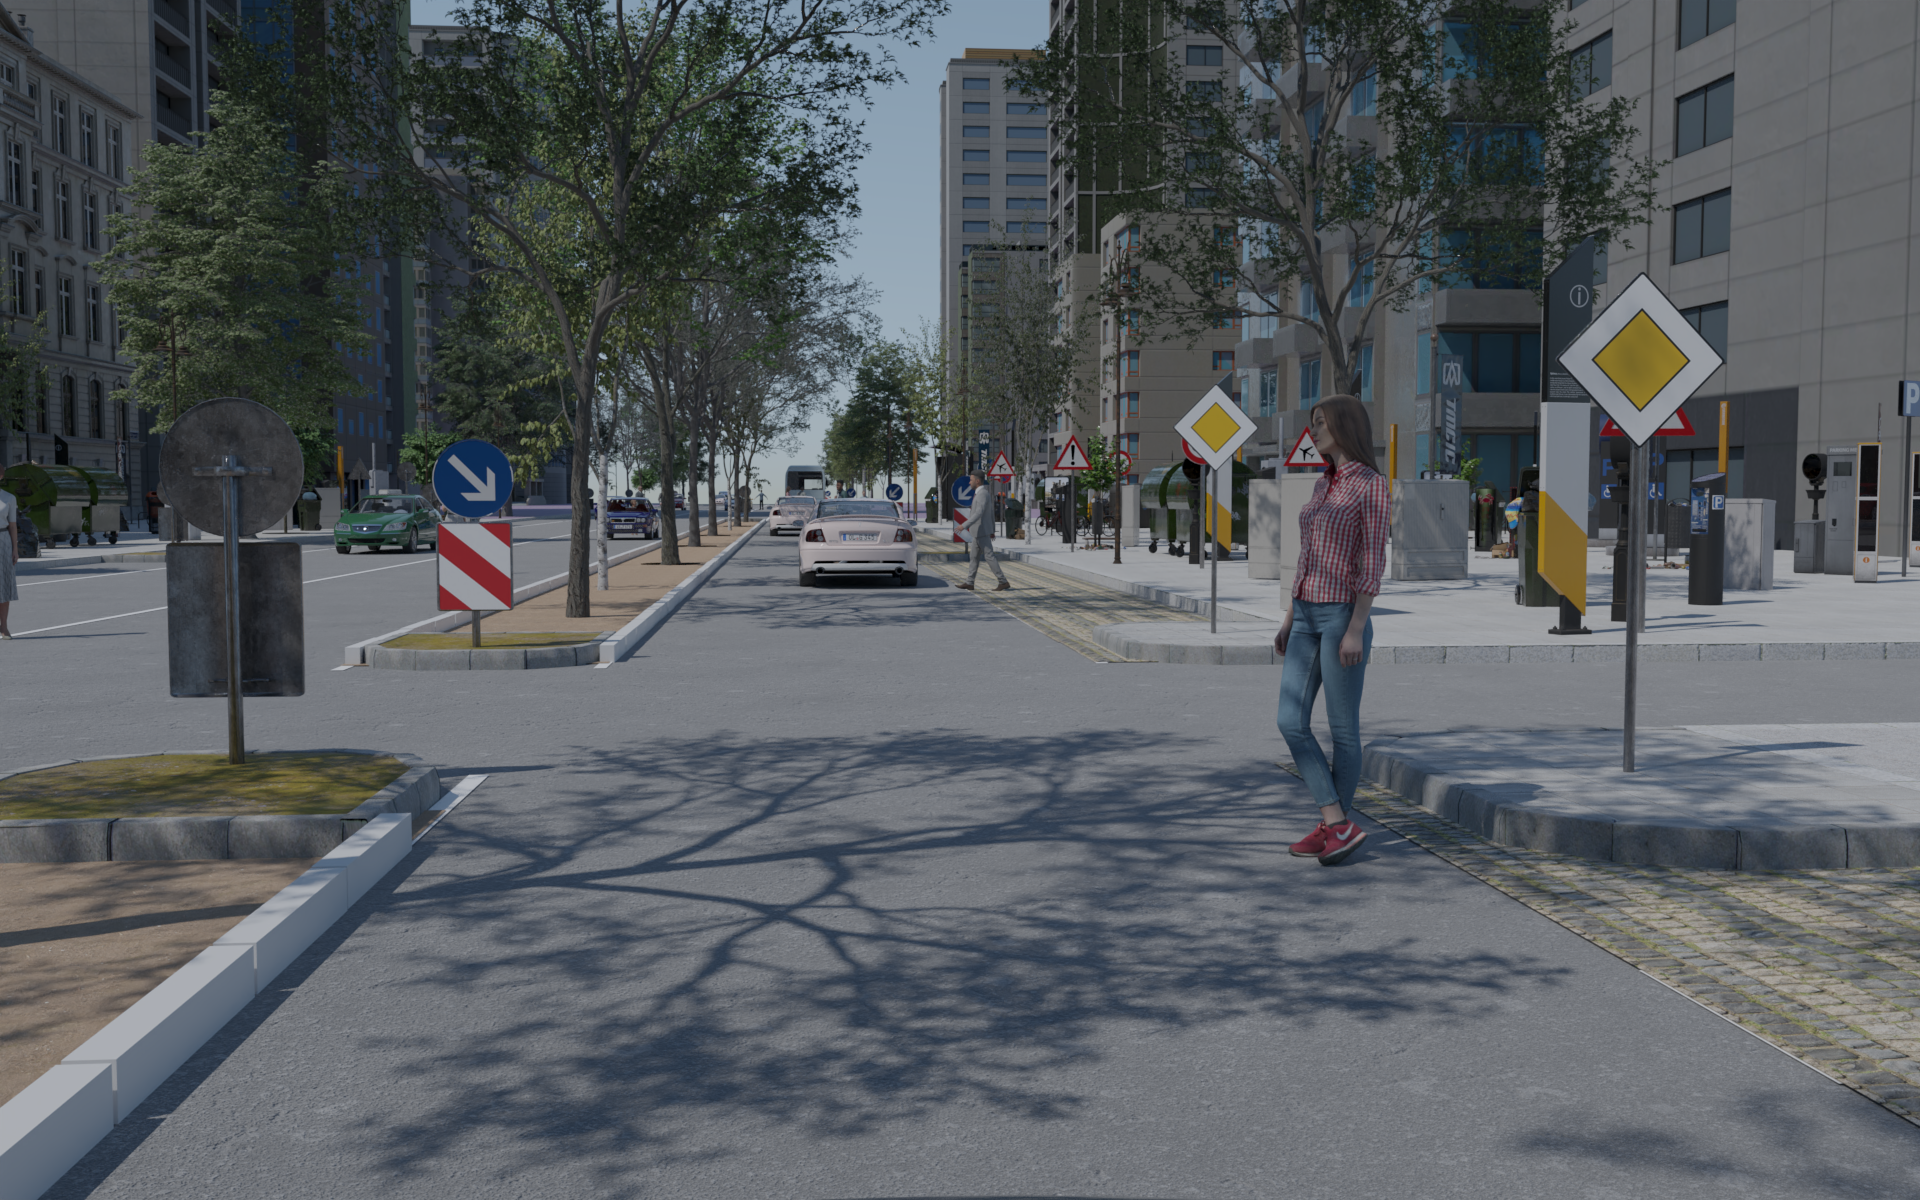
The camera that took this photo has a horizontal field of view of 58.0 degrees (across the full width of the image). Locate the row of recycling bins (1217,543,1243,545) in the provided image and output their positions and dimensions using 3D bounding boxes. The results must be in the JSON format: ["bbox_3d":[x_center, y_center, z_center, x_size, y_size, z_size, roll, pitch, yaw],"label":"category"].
[{"bbox_3d":[8.092,-2.226,43.505,3.534,1.692,1.069,1,4,13],"label":"row of recycling bins"}]

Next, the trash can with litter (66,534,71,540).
[{"bbox_3d":[-25.227,-2.265,48.421,0.624,1.170,1.055,-1,4,-18],"label":"trash can with litter"}]

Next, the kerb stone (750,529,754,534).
[{"bbox_3d":[-7.201,-2.253,59.059,0.120,0.150,1.000,0,4,-5],"label":"kerb stone"}]

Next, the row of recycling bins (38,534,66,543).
[{"bbox_3d":[-24.718,-2.324,45.107,1.069,1.692,3.534,1,4,14],"label":"row of recycling bins"}]

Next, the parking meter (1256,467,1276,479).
[{"bbox_3d":[6.495,-1.907,36.890,0.399,1.863,0.255,-1,4,-22],"label":"parking meter"}]

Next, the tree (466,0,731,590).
[{"bbox_3d":[-5.347,-4.452,25.615,4.737,8.622,4.395,0,3,0],"label":"tree"}]

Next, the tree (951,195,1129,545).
[{"bbox_3d":[1.933,-5.714,43.790,4.360,8.622,3.978,0,3,0],"label":"tree"}]

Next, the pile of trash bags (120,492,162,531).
[{"bbox_3d":[-29.333,-3.066,59.877,3.447,1.369,1.912,-3,5,-41],"label":"pile of trash bags"}]

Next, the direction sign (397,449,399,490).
[{"bbox_3d":[-28.376,-5.838,87.447,0.379,3.537,0.876,-1,4,-16],"label":"direction sign"}]

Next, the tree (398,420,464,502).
[{"bbox_3d":[-23.402,-5.705,76.998,4.285,4.588,4.351,0,3,0],"label":"tree"}]

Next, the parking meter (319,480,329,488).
[{"bbox_3d":[-26.389,-4.051,71.941,0.255,1.863,0.399,1,4,13],"label":"parking meter"}]

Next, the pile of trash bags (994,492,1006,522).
[{"bbox_3d":[2.079,-4.308,80.182,1.912,1.369,3.447,0,4,-7],"label":"pile of trash bags"}]

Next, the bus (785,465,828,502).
[{"bbox_3d":[-10.412,-7.493,117.372,2.948,3.499,13.247,0,4,-4],"label":"bus"}]

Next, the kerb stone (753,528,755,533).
[{"bbox_3d":[-7.386,-2.380,61.105,0.120,0.150,1.000,0,4,-5],"label":"kerb stone"}]

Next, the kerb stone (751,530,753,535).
[{"bbox_3d":[-7.093,-2.192,58.039,0.120,0.150,1.000,0,4,-5],"label":"kerb stone"}]

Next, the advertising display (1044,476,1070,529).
[{"bbox_3d":[3.520,-3.518,62.733,0.974,1.923,0.123,2,4,25],"label":"advertising display"}]

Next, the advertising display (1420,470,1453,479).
[{"bbox_3d":[12.938,-2.558,47.032,0.974,1.923,0.123,-1,4,-20],"label":"advertising display"}]

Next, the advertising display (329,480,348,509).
[{"bbox_3d":[-28.241,-4.480,78.467,0.974,1.923,0.123,-2,4,-31],"label":"advertising display"}]

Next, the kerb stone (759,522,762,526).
[{"bbox_3d":[-8.451,-3.066,72.331,0.120,0.150,1.000,0,4,-5],"label":"kerb stone"}]

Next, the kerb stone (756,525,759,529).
[{"bbox_3d":[-7.868,-2.691,66.201,0.120,0.150,1.000,0,4,-5],"label":"kerb stone"}]

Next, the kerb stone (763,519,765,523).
[{"bbox_3d":[-9.131,-3.499,79.458,0.120,0.150,1.000,0,4,-5],"label":"kerb stone"}]

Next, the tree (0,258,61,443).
[{"bbox_3d":[-29.903,-6.262,52.752,4.737,8.622,4.395,0,3,0],"label":"tree"}]

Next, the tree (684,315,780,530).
[{"bbox_3d":[-8.957,-6.999,67.257,4.360,8.622,3.978,0,3,0],"label":"tree"}]

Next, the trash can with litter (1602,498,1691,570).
[{"bbox_3d":[12.050,-1.160,30.021,2.233,1.210,1.678,-1,4,-11],"label":"trash can with litter"}]

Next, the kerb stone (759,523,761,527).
[{"bbox_3d":[-8.259,-2.940,70.276,0.120,0.150,1.000,0,4,-5],"label":"kerb stone"}]

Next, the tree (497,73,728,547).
[{"bbox_3d":[-7.230,-8.182,46.602,12.009,13.543,11.850,0,3,0],"label":"tree"}]

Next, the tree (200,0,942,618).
[{"bbox_3d":[-4.408,-5.045,19.359,8.767,10.594,7.601,0,4,-5],"label":"tree"}]

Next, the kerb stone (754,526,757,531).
[{"bbox_3d":[-7.583,-2.504,63.145,0.120,0.150,1.000,0,4,-5],"label":"kerb stone"}]

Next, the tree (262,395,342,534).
[{"bbox_3d":[-21.733,-4.409,55.795,4.285,4.588,4.351,0,3,0],"label":"tree"}]

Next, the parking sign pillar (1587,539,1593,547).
[{"bbox_3d":[15.762,-3.272,41.975,1.447,3.967,1.447,1,4,22],"label":"parking sign pillar"}]

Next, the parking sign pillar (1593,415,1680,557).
[{"bbox_3d":[14.249,-2.910,36.056,1.447,3.967,1.447,0,4,2],"label":"parking sign pillar"}]

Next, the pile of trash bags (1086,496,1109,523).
[{"bbox_3d":[6.844,-4.096,76.722,3.447,1.369,1.912,-1,4,-21],"label":"pile of trash bags"}]

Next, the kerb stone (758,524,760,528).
[{"bbox_3d":[-8.058,-2.815,68.237,0.120,0.150,1.000,0,4,-5],"label":"kerb stone"}]

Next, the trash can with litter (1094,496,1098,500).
[{"bbox_3d":[6.817,-4.635,87.172,0.624,1.170,1.055,1,4,10],"label":"trash can with litter"}]

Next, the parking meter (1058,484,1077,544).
[{"bbox_3d":[2.845,-2.238,44.997,0.372,1.533,0.369,0,3,0],"label":"parking meter"}]

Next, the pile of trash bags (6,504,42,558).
[{"bbox_3d":[-20.245,-1.515,34.517,3.447,1.369,1.912,-2,4,-26],"label":"pile of trash bags"}]

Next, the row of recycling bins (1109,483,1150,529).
[{"bbox_3d":[7.077,-3.562,65.346,3.534,1.692,1.069,-2,4,-34],"label":"row of recycling bins"}]

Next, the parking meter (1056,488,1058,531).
[{"bbox_3d":[3.400,-3.041,58.127,0.372,1.533,0.369,0,3,0],"label":"parking meter"}]

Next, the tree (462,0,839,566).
[{"bbox_3d":[-5.949,-6.507,34.609,9.928,11.665,9.643,0,3,0],"label":"tree"}]

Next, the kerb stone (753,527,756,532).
[{"bbox_3d":[-7.484,-2.442,62.123,0.120,0.150,1.000,0,4,-5],"label":"kerb stone"}]

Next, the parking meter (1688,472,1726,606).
[{"bbox_3d":[8.646,-0.712,20.045,0.372,1.533,0.369,0,3,0],"label":"parking meter"}]

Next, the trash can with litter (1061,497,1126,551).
[{"bbox_3d":[3.012,-1.781,40.177,1.678,1.210,2.233,1,4,15],"label":"trash can with litter"}]

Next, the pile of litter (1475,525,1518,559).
[{"bbox_3d":[11.140,-1.264,34.635,1.719,0.858,1.176,1,4,16],"label":"pile of litter"}]

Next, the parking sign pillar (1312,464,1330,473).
[{"bbox_3d":[11.603,-3.991,53.719,1.447,3.967,1.447,0,4,-4],"label":"parking sign pillar"}]

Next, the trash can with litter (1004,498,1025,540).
[{"bbox_3d":[1.680,-2.297,48.938,0.624,1.170,1.055,-2,4,-29],"label":"trash can with litter"}]

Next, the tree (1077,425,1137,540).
[{"bbox_3d":[3.874,-3.319,48.869,1.663,3.219,1.824,0,3,0],"label":"tree"}]

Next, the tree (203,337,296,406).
[{"bbox_3d":[-31.076,-7.673,75.823,4.360,8.622,3.978,0,3,0],"label":"tree"}]

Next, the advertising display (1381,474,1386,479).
[{"bbox_3d":[13.573,-3.111,56.073,0.123,1.923,0.974,2,4,32],"label":"advertising display"}]

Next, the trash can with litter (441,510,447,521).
[{"bbox_3d":[-24.526,-4.350,82.503,1.055,1.170,0.624,2,4,35],"label":"trash can with litter"}]

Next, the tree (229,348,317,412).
[{"bbox_3d":[-33.912,-8.236,85.019,4.737,8.622,4.395,0,3,0],"label":"tree"}]

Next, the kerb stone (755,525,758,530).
[{"bbox_3d":[-7.770,-2.627,65.180,0.120,0.150,1.000,0,4,-5],"label":"kerb stone"}]

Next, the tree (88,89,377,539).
[{"bbox_3d":[-20.276,-7.988,48.735,7.486,12.596,7.792,0,3,0],"label":"tree"}]

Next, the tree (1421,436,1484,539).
[{"bbox_3d":[14.271,-3.370,49.704,1.663,3.219,1.824,0,3,0],"label":"tree"}]

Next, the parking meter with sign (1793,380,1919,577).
[{"bbox_3d":[14.129,-1.904,27.384,0.543,3.016,1.738,-2,4,-35],"label":"parking meter with sign"}]
